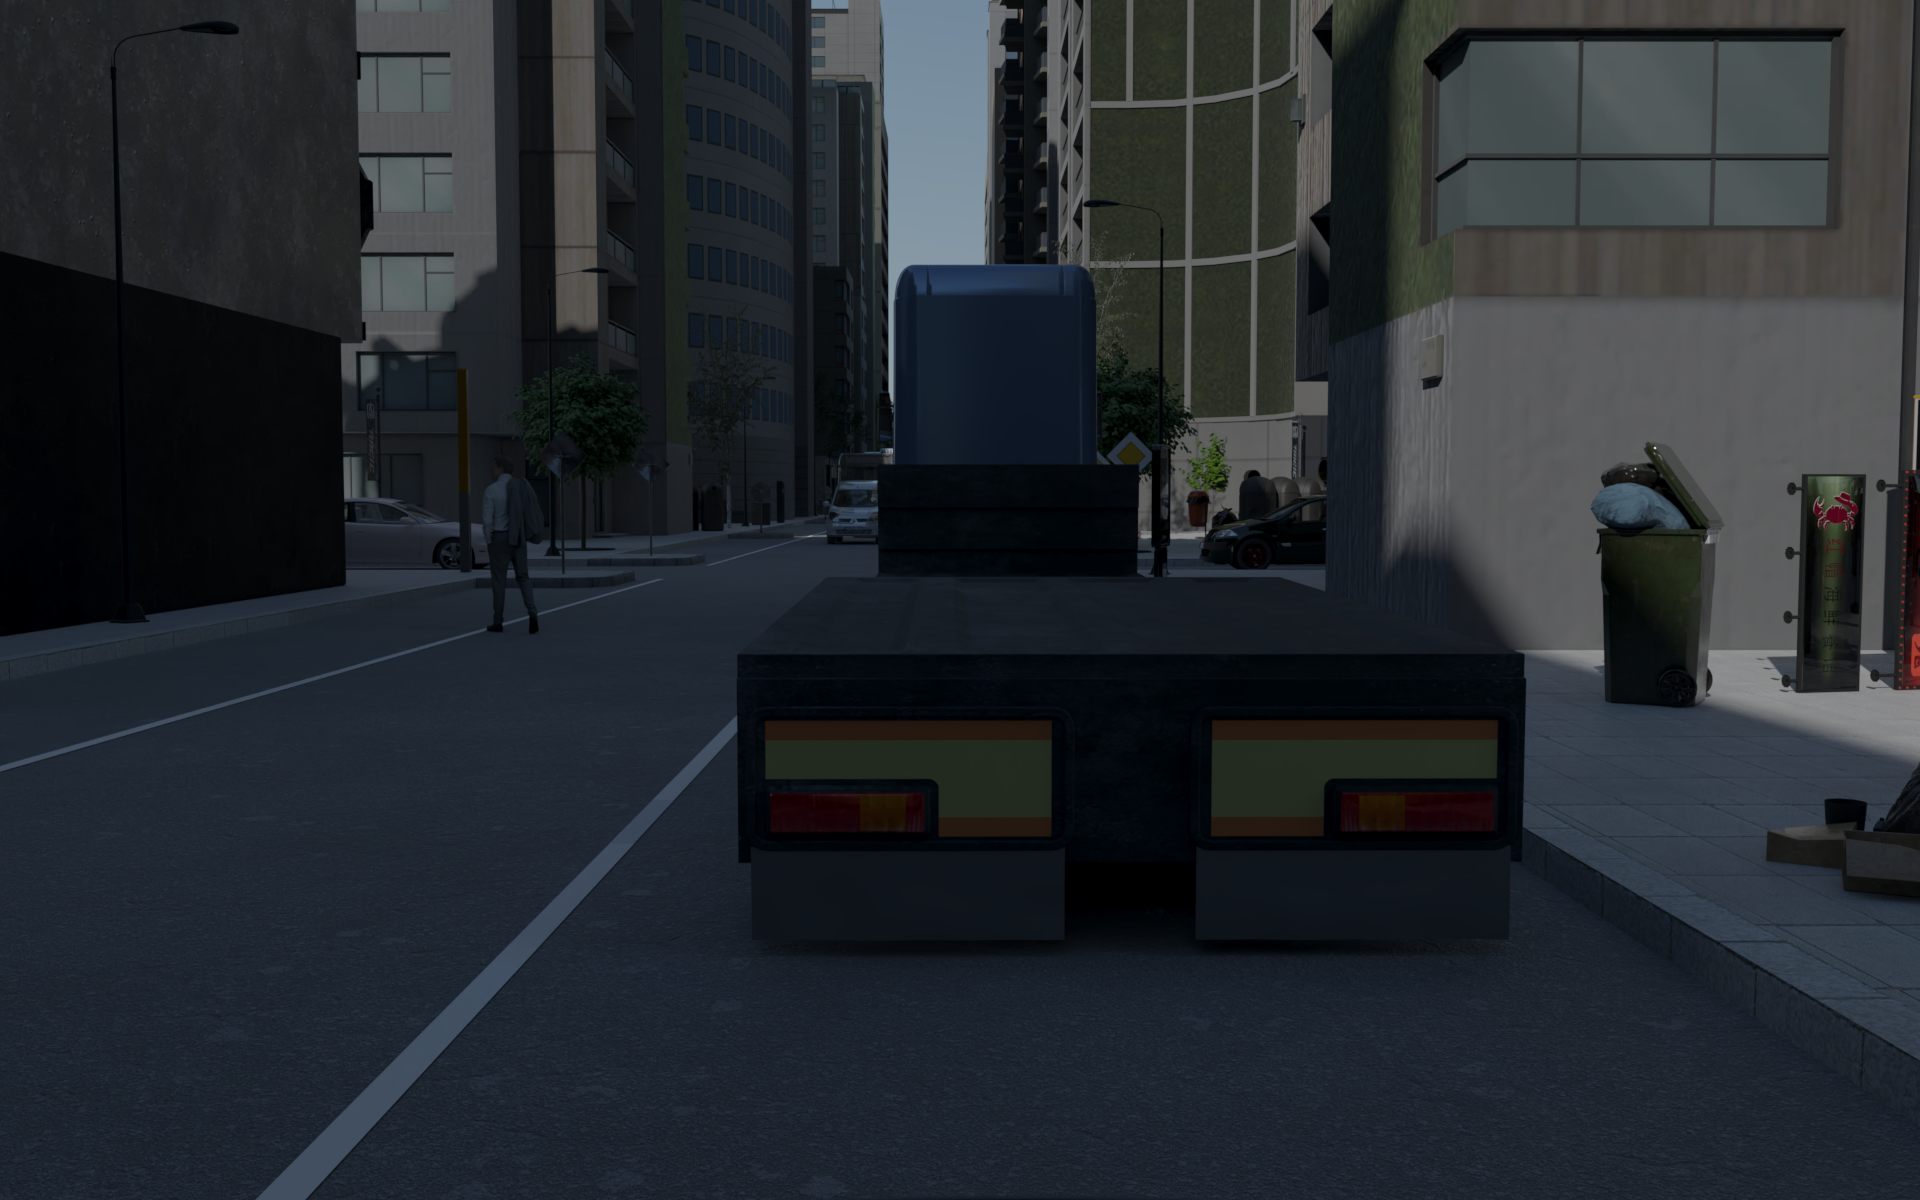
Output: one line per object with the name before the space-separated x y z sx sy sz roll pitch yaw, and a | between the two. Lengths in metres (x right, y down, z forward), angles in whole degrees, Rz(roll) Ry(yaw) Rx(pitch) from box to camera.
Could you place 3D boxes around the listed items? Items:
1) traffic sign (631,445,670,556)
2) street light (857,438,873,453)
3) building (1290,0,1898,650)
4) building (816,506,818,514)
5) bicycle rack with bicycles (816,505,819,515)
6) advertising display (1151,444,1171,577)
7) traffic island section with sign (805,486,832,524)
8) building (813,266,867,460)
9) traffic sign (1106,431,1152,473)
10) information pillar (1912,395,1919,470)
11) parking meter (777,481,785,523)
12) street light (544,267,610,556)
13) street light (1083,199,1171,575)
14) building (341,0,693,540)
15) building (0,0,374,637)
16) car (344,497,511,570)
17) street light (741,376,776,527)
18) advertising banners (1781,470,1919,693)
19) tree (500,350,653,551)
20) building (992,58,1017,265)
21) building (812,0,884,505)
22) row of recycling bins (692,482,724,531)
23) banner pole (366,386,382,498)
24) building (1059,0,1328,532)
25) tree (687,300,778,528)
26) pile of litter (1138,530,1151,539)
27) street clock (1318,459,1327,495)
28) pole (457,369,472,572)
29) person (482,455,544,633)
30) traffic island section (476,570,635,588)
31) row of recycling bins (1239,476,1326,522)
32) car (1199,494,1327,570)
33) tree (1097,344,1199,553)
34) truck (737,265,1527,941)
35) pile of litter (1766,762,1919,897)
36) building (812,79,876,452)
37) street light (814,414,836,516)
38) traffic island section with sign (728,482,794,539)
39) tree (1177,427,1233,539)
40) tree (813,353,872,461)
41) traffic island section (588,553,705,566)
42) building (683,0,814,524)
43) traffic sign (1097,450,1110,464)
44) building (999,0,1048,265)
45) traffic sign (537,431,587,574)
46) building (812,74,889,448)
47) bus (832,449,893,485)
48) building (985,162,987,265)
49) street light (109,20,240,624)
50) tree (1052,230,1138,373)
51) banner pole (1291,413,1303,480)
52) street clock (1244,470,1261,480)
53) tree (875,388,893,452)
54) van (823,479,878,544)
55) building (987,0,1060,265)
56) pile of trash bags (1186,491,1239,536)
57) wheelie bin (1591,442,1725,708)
traffic sign | -6.378 -1.962 35.723 0.795 2.450 0.064 0 3 0
street light | -7.999 -10.526 144.647 1.470 5.913 1.316 0 3 0
building | 11.015 -15.196 20.151 14.160 30.474 14.107 0 3 0
building | -18.899 -41.681 119.728 20.563 71.187 20.611 0 3 0
bicycle rack with bicycles | -9.522 -5.534 103.857 2.852 0.926 2.925 3 5 42
advertising display | 2.656 -1.080 22.879 0.123 1.923 0.974 1 4 15
traffic island section with sign | -6.501 -4.629 84.309 1.989 1.847 2.006 0 3 0
building | -22.447 -18.404 145.947 27.650 21.520 28.899 0 3 0
traffic sign | 2.730 -1.473 27.733 0.795 2.450 0.064 0 3 0
information pillar | 7.284 -0.511 12.852 0.304 2.012 0.304 -2 4 -23
parking meter | -7.975 -4.360 77.004 0.255 1.863 0.399 1 4 13
street light | -7.867 -3.856 35.590 1.470 5.913 1.316 0 3 0
street light | 2.638 -3.358 27.439 1.470 5.913 1.316 0 3 0
building | -16.034 -22.436 50.416 14.154 41.232 14.086 0 3 0
building | -16.958 -9.242 18.566 16.811 18.784 16.820 0 3 0
car | -10.765 -1.236 32.575 4.827 1.381 2.083 0 4 -2
street light | -7.949 -5.861 68.369 1.470 5.913 1.316 0 3 0
advertising banners | 6.322 -0.923 11.281 2.074 3.025 0.090 -1 4 -13
tree | -8.699 -3.412 39.506 4.285 4.588 4.351 0 3 0
building | 10.315 -32.367 179.318 14.600 45.320 14.200 0 3 0
building | -19.325 -49.984 255.484 20.563 71.187 20.611 0 3 0
row of recycling bins | -9.920 -3.235 60.010 3.534 1.692 1.069 0 4 4
banner pole | -13.530 -3.060 40.051 0.401 3.779 0.863 0 4 7
building | 12.231 -38.171 62.346 20.563 71.187 20.611 0 3 0
tree | -8.908 -6.999 64.796 4.360 8.622 3.978 0 3 0
pile of litter | 4.663 -2.160 49.289 1.719 0.858 1.176 1 4 14
street clock | 7.586 -1.903 35.681 0.358 2.002 0.471 -1 4 -22
pole | -8.106 -2.109 28.324 0.158 3.312 0.155 0 3 0
person | -4.612 -0.568 17.882 0.679 1.850 0.850 -3 5 -43
traffic island section | -6.388 -0.338 27.799 2.009 0.180 2.903 0 3 0
row of recycling bins | 7.848 -2.081 41.140 1.069 1.692 3.534 3 5 42
car | 6.567 -1.367 32.143 4.222 1.686 2.009 0 4 1
tree | 3.552 -3.322 38.024 4.285 4.588 4.351 0 3 0
truck | 0.457 -1.517 14.568 2.967 4.110 18.799 0 4 0
pile of litter | 3.396 0.513 5.576 1.176 0.858 1.719 0 4 -7
building | -15.492 -29.554 166.809 14.154 41.232 14.086 0 3 0
street light | -7.927 -7.845 100.802 1.470 5.913 1.316 0 3 0
traffic island section with sign | -6.444 -2.916 56.309 1.989 1.847 2.006 0 3 0
tree | 7.365 -3.381 49.874 1.663 3.219 1.824 0 3 0
tree | -9.595 -10.538 106.710 8.767 10.594 7.601 0 4 -7
traffic island section | -6.401 -0.826 35.784 2.009 0.180 2.903 0 3 0
building | -18.946 -33.206 84.923 21.231 58.520 28.212 0 3 0
traffic sign | 2.716 -1.962 35.718 0.795 2.450 0.064 0 3 0
building | 14.069 -28.974 128.352 22.147 44.769 28.867 0 3 0
traffic sign | -6.364 -1.474 27.738 0.795 2.450 0.064 0 3 0
building | -19.480 -35.520 204.456 21.300 48.544 21.600 0 3 0
bus | -3.285 -4.638 70.685 2.948 3.499 13.247 0 4 0
building | 14.133 -37.338 234.181 21.300 48.544 21.600 0 3 0
street light | -7.764 -2.727 17.136 1.470 5.913 1.316 0 3 0
tree | 3.111 -6.010 48.627 4.360 8.622 3.978 0 3 0
banner pole | 10.377 -3.874 53.354 0.401 3.779 0.863 2 4 35
street clock | 8.709 -2.879 51.648 0.471 2.002 0.358 -1 4 -22
tree | -9.314 -16.531 187.290 9.611 12.733 9.660 0 3 0
van | -2.965 -2.675 50.745 2.013 2.044 4.112 0 4 1
building | 13.783 -40.770 208.594 21.231 58.520 28.212 0 3 0
pile of trash bags | 7.155 -2.135 44.663 3.447 1.369 1.912 -3 4 -38
wheelie bin | 4.285 -0.169 10.677 0.693 1.594 0.980 2 4 31
